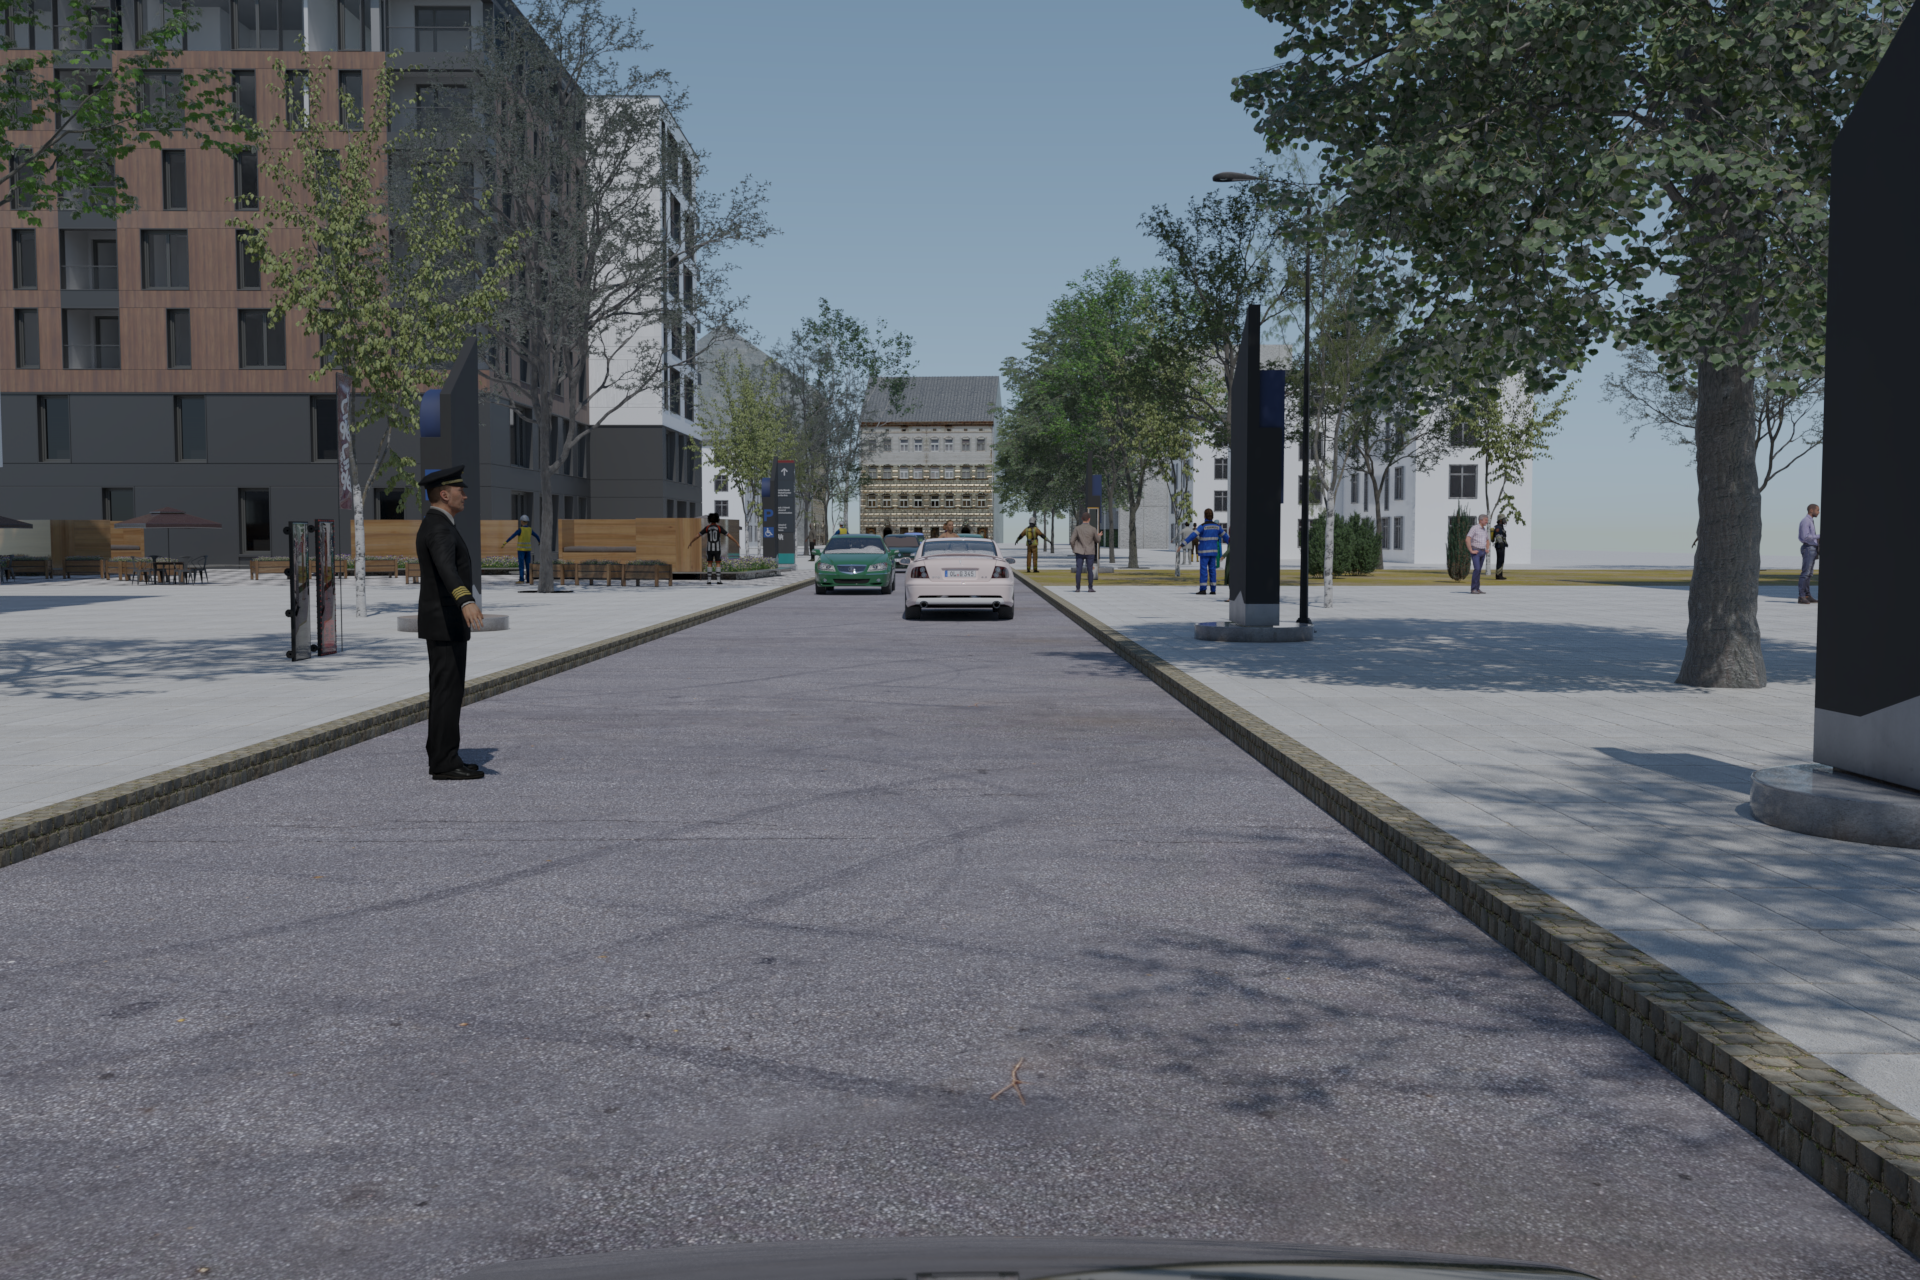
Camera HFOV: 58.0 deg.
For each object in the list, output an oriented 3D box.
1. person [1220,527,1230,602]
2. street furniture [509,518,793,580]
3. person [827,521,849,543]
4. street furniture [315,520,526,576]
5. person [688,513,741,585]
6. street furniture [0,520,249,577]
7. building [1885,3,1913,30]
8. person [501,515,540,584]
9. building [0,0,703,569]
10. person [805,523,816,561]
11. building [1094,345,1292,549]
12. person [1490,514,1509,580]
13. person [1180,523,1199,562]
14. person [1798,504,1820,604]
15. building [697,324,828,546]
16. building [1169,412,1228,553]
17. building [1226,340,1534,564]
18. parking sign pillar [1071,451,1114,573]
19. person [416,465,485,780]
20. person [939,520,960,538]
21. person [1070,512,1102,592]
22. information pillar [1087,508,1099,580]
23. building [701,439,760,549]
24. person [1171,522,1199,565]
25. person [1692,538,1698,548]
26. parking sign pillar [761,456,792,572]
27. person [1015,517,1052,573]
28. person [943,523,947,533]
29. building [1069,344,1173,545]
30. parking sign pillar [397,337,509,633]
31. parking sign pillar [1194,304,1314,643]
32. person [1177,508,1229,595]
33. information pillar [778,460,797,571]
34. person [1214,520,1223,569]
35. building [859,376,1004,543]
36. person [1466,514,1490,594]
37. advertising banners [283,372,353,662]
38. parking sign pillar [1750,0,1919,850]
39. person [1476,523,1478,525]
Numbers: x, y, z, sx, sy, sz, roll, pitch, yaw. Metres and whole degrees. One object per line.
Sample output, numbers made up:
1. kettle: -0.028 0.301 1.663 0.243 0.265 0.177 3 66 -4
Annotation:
1. person: 5.084 -1.436 32.698 0.599 1.438 0.989 2 4 24
2. street furniture: -7.909 -2.746 51.752 9.812 1.723 11.010 0 4 6
3. person: -5.183 -4.255 75.541 1.349 1.833 0.705 -3 5 -42
4. street furniture: -18.380 -2.981 55.591 9.812 1.723 11.010 -1 4 -17
5. person: -6.253 -2.317 44.027 1.345 1.843 0.704 0 4 -3
6. street furniture: -30.432 -3.049 56.705 9.812 1.723 11.010 3 4 36
7. building: 23.082 -10.729 31.835 16.016 20.090 11.380 0 4 0
8. person: -11.318 -2.346 44.826 0.721 1.772 1.216 3 5 42
9. building: -27.852 -14.353 78.650 27.936 21.610 32.646 0 4 -1
10. person: -6.960 -4.588 81.134 0.705 1.813 1.348 -1 4 -22
11. building: 22.577 -18.574 170.147 16.747 18.905 31.486 0 3 0
12. person: 15.190 -2.617 48.572 0.705 1.856 1.354 2 4 23
13. person: 10.765 -4.482 79.424 1.346 1.812 0.704 0 4 4
14. person: 15.734 -1.585 31.827 0.599 1.838 0.709 2 4 33
15. building: -24.662 -21.964 190.032 19.493 23.208 18.063 0 4 1
16. building: 20.501 -10.844 119.451 9.099 9.664 28.070 0 3 0
17. building: 20.307 -8.963 88.691 9.099 9.664 28.070 0 4 0
18. parking sign pillar: 4.379 -4.200 57.147 1.447 3.967 1.447 0 4 0
19. person: -3.000 -0.111 10.205 0.705 1.837 1.347 -1 4 -22
20. person: -0.184 -1.657 36.349 1.217 1.733 0.721 -1 4 -19
21. person: 2.798 -1.936 38.234 0.617 1.759 0.750 1 4 17
22. information pillar: 3.700 -2.678 48.272 0.304 2.012 0.304 0 3 0
23. building: -23.709 -13.768 167.262 9.099 9.664 28.070 0 4 -1
24. person: 9.496 -4.055 72.484 1.347 1.806 0.705 0 4 -3
25. person: 19.801 -2.416 45.351 0.705 1.847 1.347 -3 5 -44
26. parking sign pillar: -6.491 -4.332 59.293 1.447 3.967 1.447 0 4 0
27. person: 2.408 -3.160 57.428 1.354 1.858 0.705 2 4 26
28. person: -0.474 -2.964 57.137 0.704 1.802 1.346 1 4 9
29. building: 22.498 -22.538 199.422 19.493 23.208 18.063 0 4 0
30. parking sign pillar: -6.785 -2.117 23.091 1.447 3.967 1.447 0 3 0
31. parking sign pillar: 3.588 -1.993 21.052 1.447 3.967 1.447 0 4 0
32. person: 5.223 -1.872 36.578 1.345 1.831 0.704 -1 4 -21
33. information pillar: -6.137 -4.379 60.976 0.750 3.857 0.750 0 4 -1
34. person: 9.447 -3.518 63.647 0.704 1.817 1.347 -3 4 -37
35. building: -3.614 -24.855 239.772 18.063 23.208 19.493 0 4 5
36. person: 11.189 -1.849 37.208 0.756 1.711 0.436 -2 4 -29
37. advertising banners: -6.714 -1.350 18.254 0.090 3.025 2.074 0 4 -1
38. parking sign pillar: 4.280 -1.165 7.523 1.447 3.967 1.447 0 4 0
39. person: 22.032 -4.110 73.923 1.216 1.740 0.721 -3 5 -43
